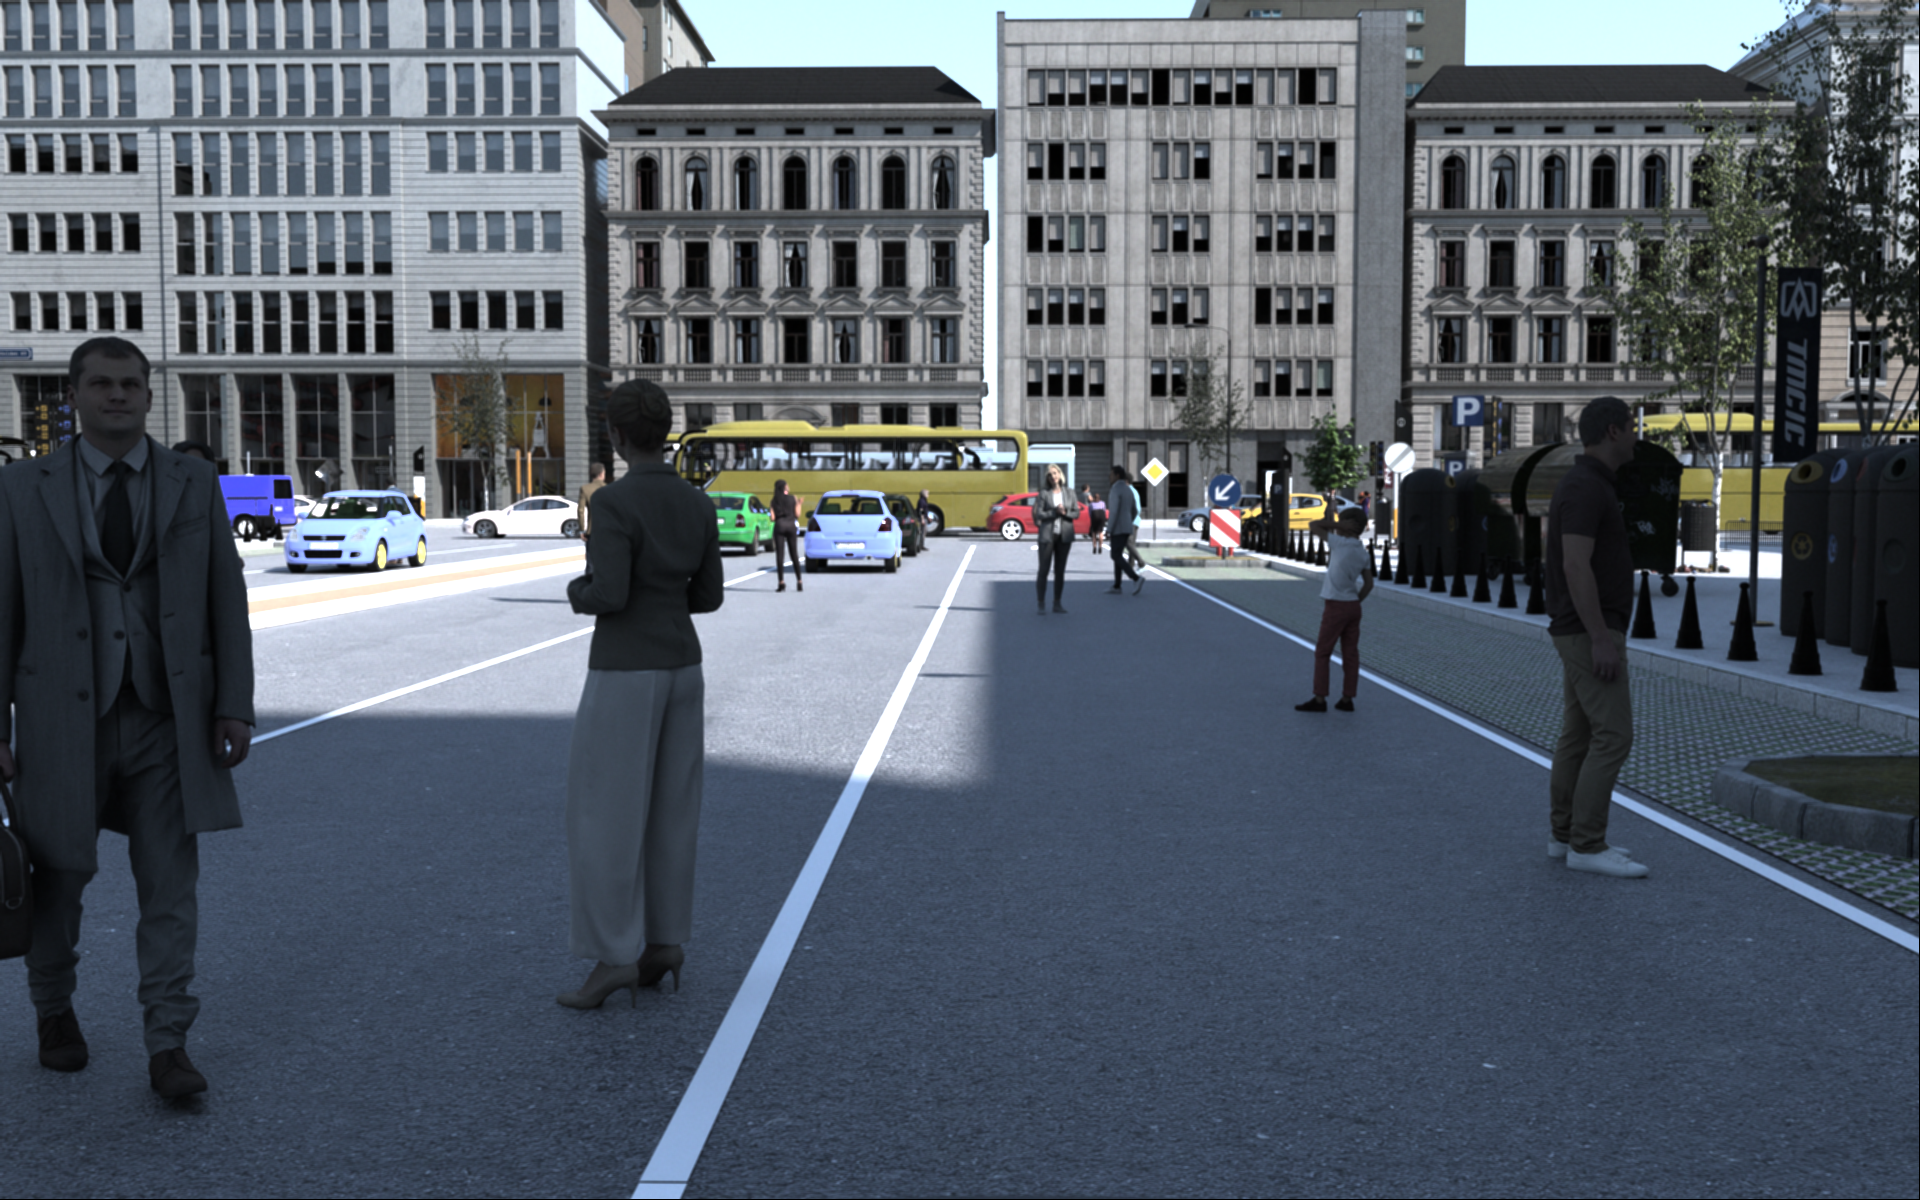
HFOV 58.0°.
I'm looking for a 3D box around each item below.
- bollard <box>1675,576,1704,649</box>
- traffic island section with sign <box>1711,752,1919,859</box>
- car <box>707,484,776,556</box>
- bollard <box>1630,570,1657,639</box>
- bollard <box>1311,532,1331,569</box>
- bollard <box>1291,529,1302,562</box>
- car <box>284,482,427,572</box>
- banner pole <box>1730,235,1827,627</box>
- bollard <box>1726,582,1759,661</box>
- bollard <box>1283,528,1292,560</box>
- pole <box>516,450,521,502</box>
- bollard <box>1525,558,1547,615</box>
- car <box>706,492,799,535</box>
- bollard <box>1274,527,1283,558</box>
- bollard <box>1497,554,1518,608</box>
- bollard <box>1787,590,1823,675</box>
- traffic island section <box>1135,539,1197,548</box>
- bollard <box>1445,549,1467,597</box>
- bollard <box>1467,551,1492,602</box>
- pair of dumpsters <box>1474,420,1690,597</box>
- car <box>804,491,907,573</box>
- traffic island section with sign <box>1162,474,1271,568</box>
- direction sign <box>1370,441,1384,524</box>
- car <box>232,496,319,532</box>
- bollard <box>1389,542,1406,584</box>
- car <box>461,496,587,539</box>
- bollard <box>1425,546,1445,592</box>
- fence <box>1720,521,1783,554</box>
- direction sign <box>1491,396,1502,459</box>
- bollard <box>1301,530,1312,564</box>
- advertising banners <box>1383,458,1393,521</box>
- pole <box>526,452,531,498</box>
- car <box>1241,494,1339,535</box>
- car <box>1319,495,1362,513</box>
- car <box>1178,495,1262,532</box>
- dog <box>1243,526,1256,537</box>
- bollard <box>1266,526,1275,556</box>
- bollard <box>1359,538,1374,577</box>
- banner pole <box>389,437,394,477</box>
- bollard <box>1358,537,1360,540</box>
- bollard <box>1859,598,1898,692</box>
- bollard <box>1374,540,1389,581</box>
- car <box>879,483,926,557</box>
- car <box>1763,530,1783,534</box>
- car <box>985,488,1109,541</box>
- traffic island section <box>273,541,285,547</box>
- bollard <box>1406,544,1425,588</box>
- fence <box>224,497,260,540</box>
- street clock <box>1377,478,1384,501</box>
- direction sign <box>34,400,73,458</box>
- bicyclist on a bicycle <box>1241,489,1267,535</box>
[{"bbox_3d":[6.077,0.099,14.415,0.229,0.601,0.229,0,3,0],"label":"bollard"},{"bbox_3d":[4.462,0.068,7.518,1.989,1.847,2.006,0,4,1],"label":"traffic island section with sign"},{"bbox_3d":[-5.497,-1.992,41.359,1.959,1.807,4.718,0,4,3],"label":"car"},{"bbox_3d":[6.101,0.037,15.441,0.229,0.601,0.229,0,3,0],"label":"bollard"},{"bbox_3d":[6.444,-0.908,30.889,0.229,0.601,0.229,0,3,0],"label":"bollard"},{"bbox_3d":[6.488,-1.034,32.942,0.229,0.601,0.229,0,3,0],"label":"bollard"},{"bbox_3d":[-11.404,-1.417,32.759,1.945,1.707,3.694,0,4,0],"label":"car"},{"bbox_3d":[7.985,-1.642,16.864,0.863,3.779,0.401,0,4,-6],"label":"banner pole"},{"bbox_3d":[6.054,0.163,13.382,0.229,0.601,0.229,0,3,0],"label":"bollard"},{"bbox_3d":[6.514,-1.097,33.971,0.229,0.601,0.229,0,3,0],"label":"bollard"},{"bbox_3d":[-20.579,-5.316,80.760,0.158,3.312,0.155,0,3,0],"label":"pole"},{"bbox_3d":[6.171,-0.152,18.533,0.229,0.601,0.229,0,3,0],"label":"bollard"},{"bbox_3d":[-6.801,-2.666,53.184,3.694,1.707,1.945,0,4,2],"label":"car"},{"bbox_3d":[6.540,-1.160,35.006,0.229,0.601,0.229,0,3,0],"label":"bollard"},{"bbox_3d":[6.194,-0.216,19.573,0.229,0.601,0.229,0,3,0],"label":"bollard"},{"bbox_3d":[6.030,0.227,12.338,0.229,0.601,0.229,0,3,0],"label":"bollard"},{"bbox_3d":[5.343,-1.538,47.428,2.009,0.180,2.903,0,4,1],"label":"traffic island section"},{"bbox_3d":[6.238,-0.343,21.643,0.229,0.601,0.229,0,3,0],"label":"bollard"},{"bbox_3d":[6.215,-0.279,20.607,0.229,0.601,0.229,0,3,0],"label":"bollard"},{"bbox_3d":[8.395,-1.294,23.643,1.574,2.255,4.437,0,4,1],"label":"pair of dumpsters"},{"bbox_3d":[-1.989,-1.422,32.837,1.945,1.707,3.694,0,4,0],"label":"car"},{"bbox_3d":[5.061,-1.580,34.466,1.989,1.847,2.006,0,4,1],"label":"traffic island section with sign"},{"bbox_3d":[17.946,-5.056,74.670,0.379,3.537,0.876,-2,4,-25],"label":"direction sign"},{"bbox_3d":[-25.489,-3.255,65.583,4.827,1.381,2.083,0,4,3],"label":"car"},{"bbox_3d":[6.310,-0.531,24.722,0.229,0.601,0.229,0,3,0],"label":"bollard"},{"bbox_3d":[-13.738,-2.686,56.276,4.827,1.381,2.083,0,4,-1],"label":"car"},{"bbox_3d":[6.263,-0.405,22.670,0.229,0.601,0.229,0,3,0],"label":"bollard"},{"bbox_3d":[17.435,-1.378,37.901,0.278,0.683,2.069,-1,4,-14],"label":"fence"},{"bbox_3d":[12.493,-2.960,40.394,0.379,3.537,0.876,2,4,30],"label":"direction sign"},{"bbox_3d":[6.469,-0.971,31.916,0.229,0.601,0.229,0,3,0],"label":"bollard"},{"bbox_3d":[21.354,-5.329,83.320,2.074,3.025,0.090,0,4,7],"label":"advertising banners"},{"bbox_3d":[-21.047,-5.549,84.564,0.158,3.312,0.155,0,3,0],"label":"pole"},{"bbox_3d":[11.338,-3.100,60.915,3.980,1.641,2.015,0,3,0],"label":"car"},{"bbox_3d":[14.307,-3.581,70.556,4.499,1.417,2.014,0,4,1],"label":"car"},{"bbox_3d":[10.540,-3.294,65.861,4.499,1.417,2.014,0,4,3],"label":"car"},{"bbox_3d":[8.461,-1.960,51.330,0.540,0.507,0.406,0,4,0],"label":"dog"},{"bbox_3d":[6.559,-1.223,36.036,0.229,0.601,0.229,0,3,0],"label":"bollard"},{"bbox_3d":[6.355,-0.657,26.782,0.229,0.601,0.229,0,3,0],"label":"bollard"},{"bbox_3d":[-24.729,-5.221,75.379,0.401,3.779,0.863,0,4,-8],"label":"banner pole"},{"bbox_3d":[6.379,-0.720,27.808,0.229,0.601,0.229,0,3,0],"label":"bollard"},{"bbox_3d":[6.009,0.289,11.311,0.229,0.601,0.229,0,3,0],"label":"bollard"},{"bbox_3d":[6.334,-0.594,25.755,0.229,0.601,0.229,0,3,0],"label":"bollard"},{"bbox_3d":[-1.819,-1.912,41.050,2.009,1.686,4.222,0,4,1],"label":"car"},{"bbox_3d":[30.421,-3.011,61.034,4.920,1.459,2.131,0,4,2],"label":"car"},{"bbox_3d":[3.028,-2.717,53.461,4.494,1.783,2.155,0,4,1],"label":"car"},{"bbox_3d":[-17.442,-1.569,47.938,2.009,0.180,2.903,0,4,1],"label":"traffic island section"},{"bbox_3d":[6.282,-0.468,23.696,0.229,0.601,0.229,0,3,0],"label":"bollard"},{"bbox_3d":[-20.208,-2.242,47.853,0.480,1.192,2.264,1,4,21],"label":"fence"},{"bbox_3d":[18.985,-4.509,78.293,0.358,2.002,0.471,2,4,33],"label":"street clock"},{"bbox_3d":[-21.939,-3.058,41.988,0.876,3.537,0.379,0,4,-3],"label":"direction sign"},{"bbox_3d":[9.920,-2.872,56.972,1.625,1.676,1.499,0,4,0],"label":"bicyclist on a bicycle"}]
